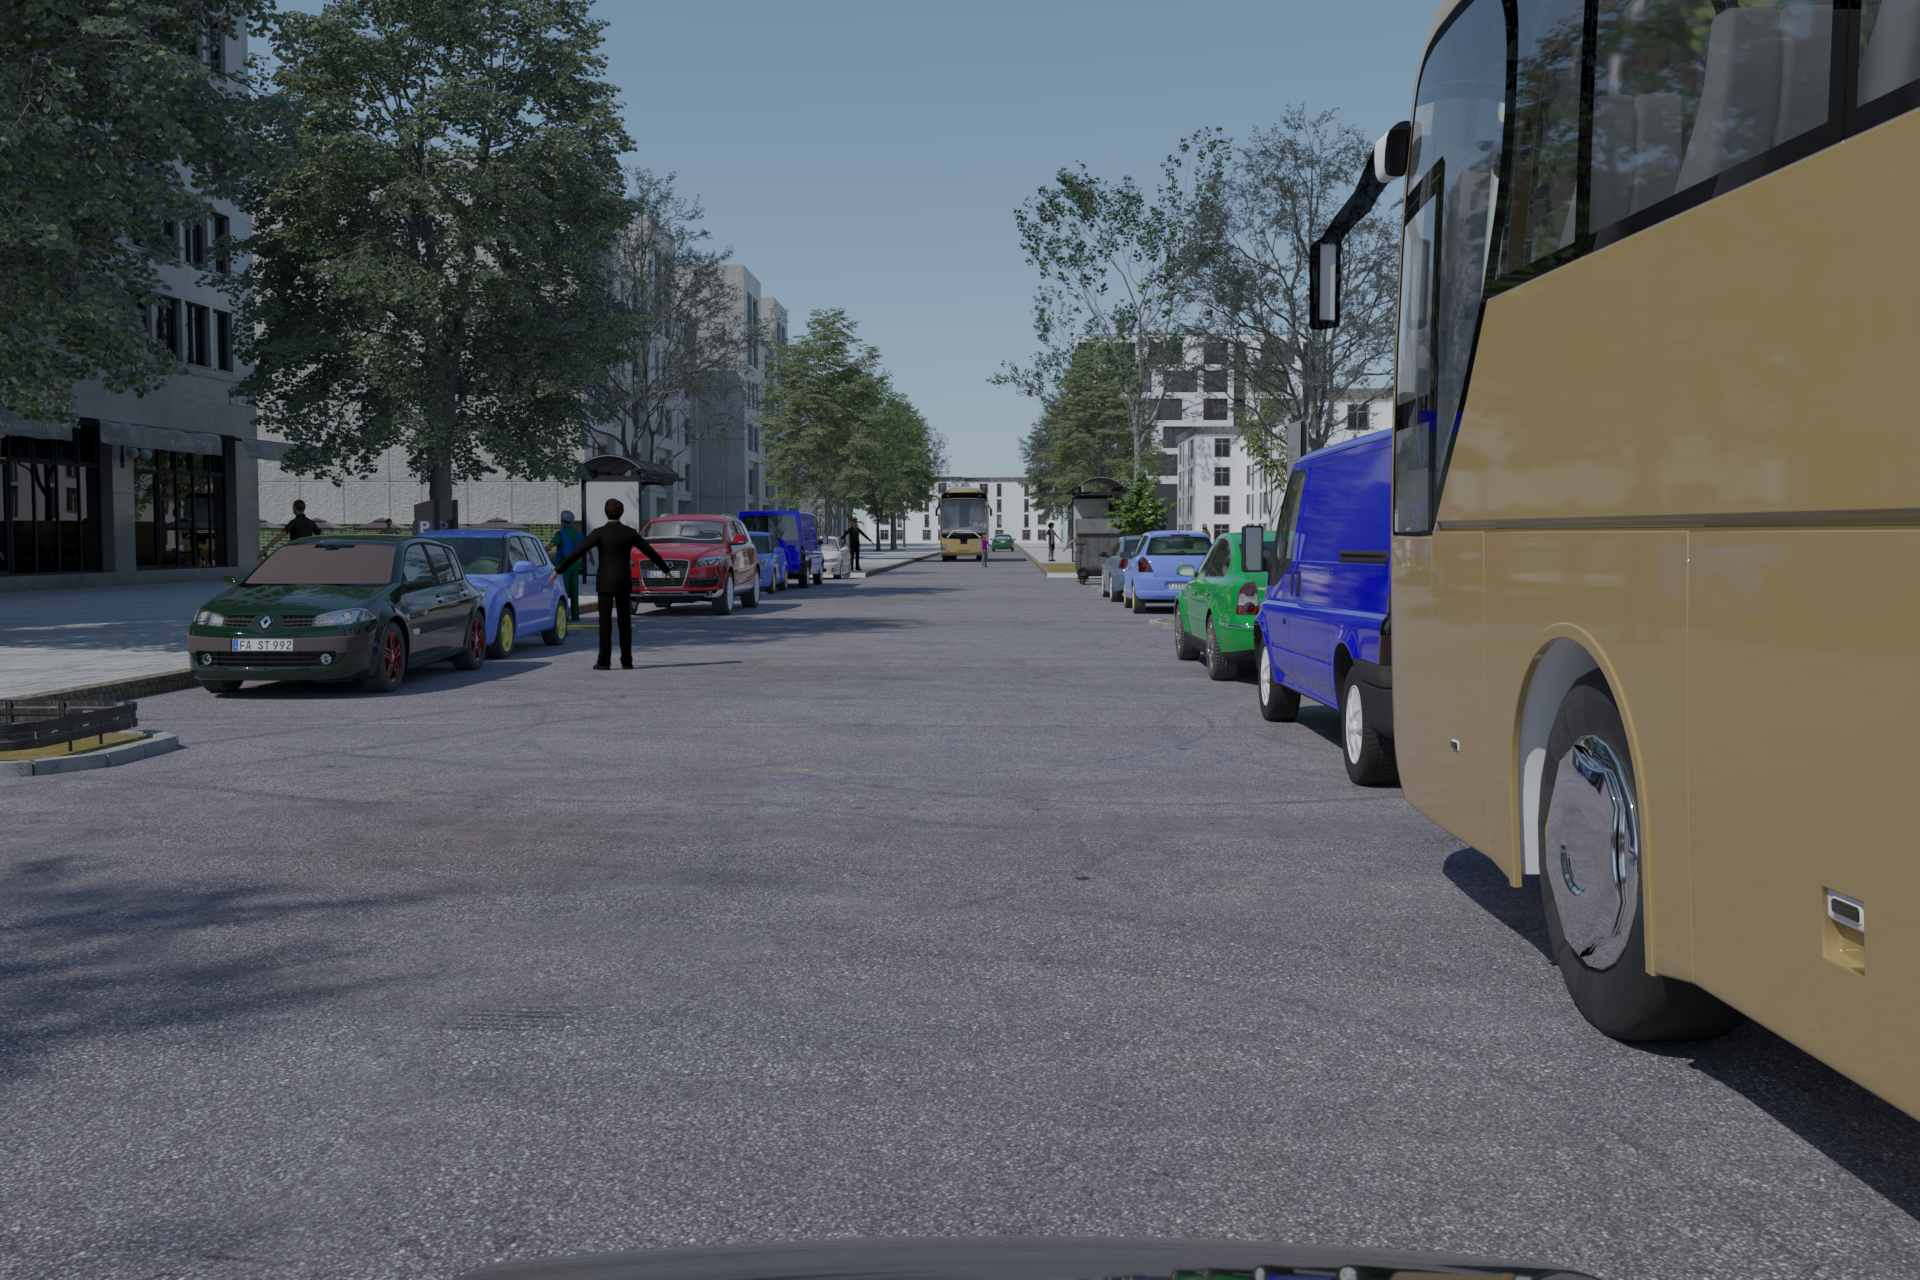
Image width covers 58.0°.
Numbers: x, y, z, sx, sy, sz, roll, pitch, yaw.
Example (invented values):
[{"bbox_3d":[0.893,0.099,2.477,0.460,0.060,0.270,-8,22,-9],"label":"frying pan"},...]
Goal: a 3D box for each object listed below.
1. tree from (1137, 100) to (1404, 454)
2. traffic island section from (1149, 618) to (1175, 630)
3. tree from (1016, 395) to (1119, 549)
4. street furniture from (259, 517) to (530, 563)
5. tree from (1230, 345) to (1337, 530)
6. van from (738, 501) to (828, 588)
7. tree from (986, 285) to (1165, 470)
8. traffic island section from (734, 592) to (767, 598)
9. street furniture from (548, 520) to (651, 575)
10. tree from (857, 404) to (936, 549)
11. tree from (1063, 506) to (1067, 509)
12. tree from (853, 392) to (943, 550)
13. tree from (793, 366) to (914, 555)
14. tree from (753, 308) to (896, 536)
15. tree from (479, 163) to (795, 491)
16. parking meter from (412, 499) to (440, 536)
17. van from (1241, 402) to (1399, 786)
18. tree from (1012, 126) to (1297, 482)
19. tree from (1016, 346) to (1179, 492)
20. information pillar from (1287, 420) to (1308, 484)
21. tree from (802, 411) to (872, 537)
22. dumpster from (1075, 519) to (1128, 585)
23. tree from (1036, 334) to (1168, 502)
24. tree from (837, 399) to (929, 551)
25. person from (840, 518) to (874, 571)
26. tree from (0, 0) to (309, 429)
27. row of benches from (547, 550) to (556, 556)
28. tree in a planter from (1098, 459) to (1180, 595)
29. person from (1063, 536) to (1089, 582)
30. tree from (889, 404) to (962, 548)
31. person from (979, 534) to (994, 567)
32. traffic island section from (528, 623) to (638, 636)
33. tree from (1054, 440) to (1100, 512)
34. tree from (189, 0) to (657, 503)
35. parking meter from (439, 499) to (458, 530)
[{"bbox_3d":[10.084,-8.477,48.965,12.009,13.543,11.850,0,3,0],"label":"tree"},{"bbox_3d":[3.944,-0.238,26.759,1.991,0.108,1.994,0,4,1],"label":"traffic island section"},{"bbox_3d":[9.478,-14.883,149.995,9.857,13.997,8.962,0,3,0],"label":"tree"},{"bbox_3d":[-32.175,-3.906,68.897,27.439,1.986,14.083,1,4,10],"label":"street furniture"},{"bbox_3d":[12.319,-7.166,67.525,4.737,8.622,4.395,0,3,0],"label":"tree"},{"bbox_3d":[-4.888,-2.634,47.453,2.240,2.365,5.245,0,4,2],"label":"van"},{"bbox_3d":[8.576,-16.960,133.177,12.611,20.169,13.585,0,3,0],"label":"tree"},{"bbox_3d":[-5.475,-1.033,39.752,1.991,0.108,1.994,0,4,1],"label":"traffic island section"},{"bbox_3d":[-11.781,-3.078,57.176,9.812,1.723,11.010,0,4,-1],"label":"street furniture"},{"bbox_3d":[-5.711,-14.196,150.238,7.486,12.596,7.792,0,3,0],"label":"tree"},{"bbox_3d":[10.380,-12.810,159.808,4.737,8.622,4.395,0,3,0],"label":"tree"},{"bbox_3d":[-5.150,-13.478,138.500,7.486,12.596,7.792,0,3,0],"label":"tree"},{"bbox_3d":[-6.678,-11.021,105.954,9.928,11.665,9.643,0,3,0],"label":"tree"},{"bbox_3d":[-6.864,-10.331,87.047,7.486,12.596,7.792,0,3,0],"label":"tree"},{"bbox_3d":[-10.639,-8.956,56.804,12.009,13.543,11.850,0,3,0],"label":"tree"},{"bbox_3d":[-8.850,-1.409,28.748,0.399,1.863,0.255,0,4,2],"label":"parking meter"},{"bbox_3d":[3.210,-0.435,11.493,2.240,2.365,5.245,0,4,1],"label":"van"},{"bbox_3d":[9.625,-13.687,79.678,12.611,20.169,13.585,0,3,0],"label":"tree"},{"bbox_3d":[8.740,-12.335,112.041,12.009,13.543,11.850,0,3,0],"label":"tree"},{"bbox_3d":[7.105,-2.766,36.539,0.184,3.620,1.656,0,4,2],"label":"information pillar"},{"bbox_3d":[-6.929,-8.943,96.582,4.737,8.622,4.395,0,3,0],"label":"tree"},{"bbox_3d":[4.168,-2.507,49.200,1.865,1.857,1.264,0,4,1],"label":"dumpster"},{"bbox_3d":[8.025,-11.065,99.042,7.486,12.596,7.792,0,3,0],"label":"tree"},{"bbox_3d":[-6.037,-12.440,129.155,9.928,11.665,9.643,0,3,0],"label":"tree"},{"bbox_3d":[-3.658,-3.332,60.414,1.347,1.837,0.705,-2,4,-28],"label":"person"},{"bbox_3d":[-12.058,-6.876,19.086,9.857,13.997,8.962,0,3,0],"label":"tree"},{"bbox_3d":[-15.911,-3.179,67.443,1.422,0.672,4.104,2,4,27],"label":"row of benches"},{"bbox_3d":[4.302,-2.692,41.237,1.991,3.239,1.994,0,4,2],"label":"tree in a planter"},{"bbox_3d":[3.645,-2.643,51.529,1.347,1.847,0.705,-3,4,-36],"label":"person"},{"bbox_3d":[-5.289,-15.442,162.839,12.009,13.543,11.850,0,3,0],"label":"tree"},{"bbox_3d":[1.108,-3.829,74.320,0.599,1.433,0.991,3,5,40],"label":"person"},{"bbox_3d":[-5.787,-0.146,25.248,1.991,0.108,1.994,0,4,2],"label":"traffic island section"},{"bbox_3d":[8.808,-10.579,123.336,4.737,8.622,4.395,0,3,0],"label":"tree"},{"bbox_3d":[-10.863,-7.919,36.132,9.857,13.997,8.962,0,3,0],"label":"tree"},{"bbox_3d":[-8.672,-1.436,29.197,0.399,1.863,0.255,0,4,1],"label":"parking meter"}]
